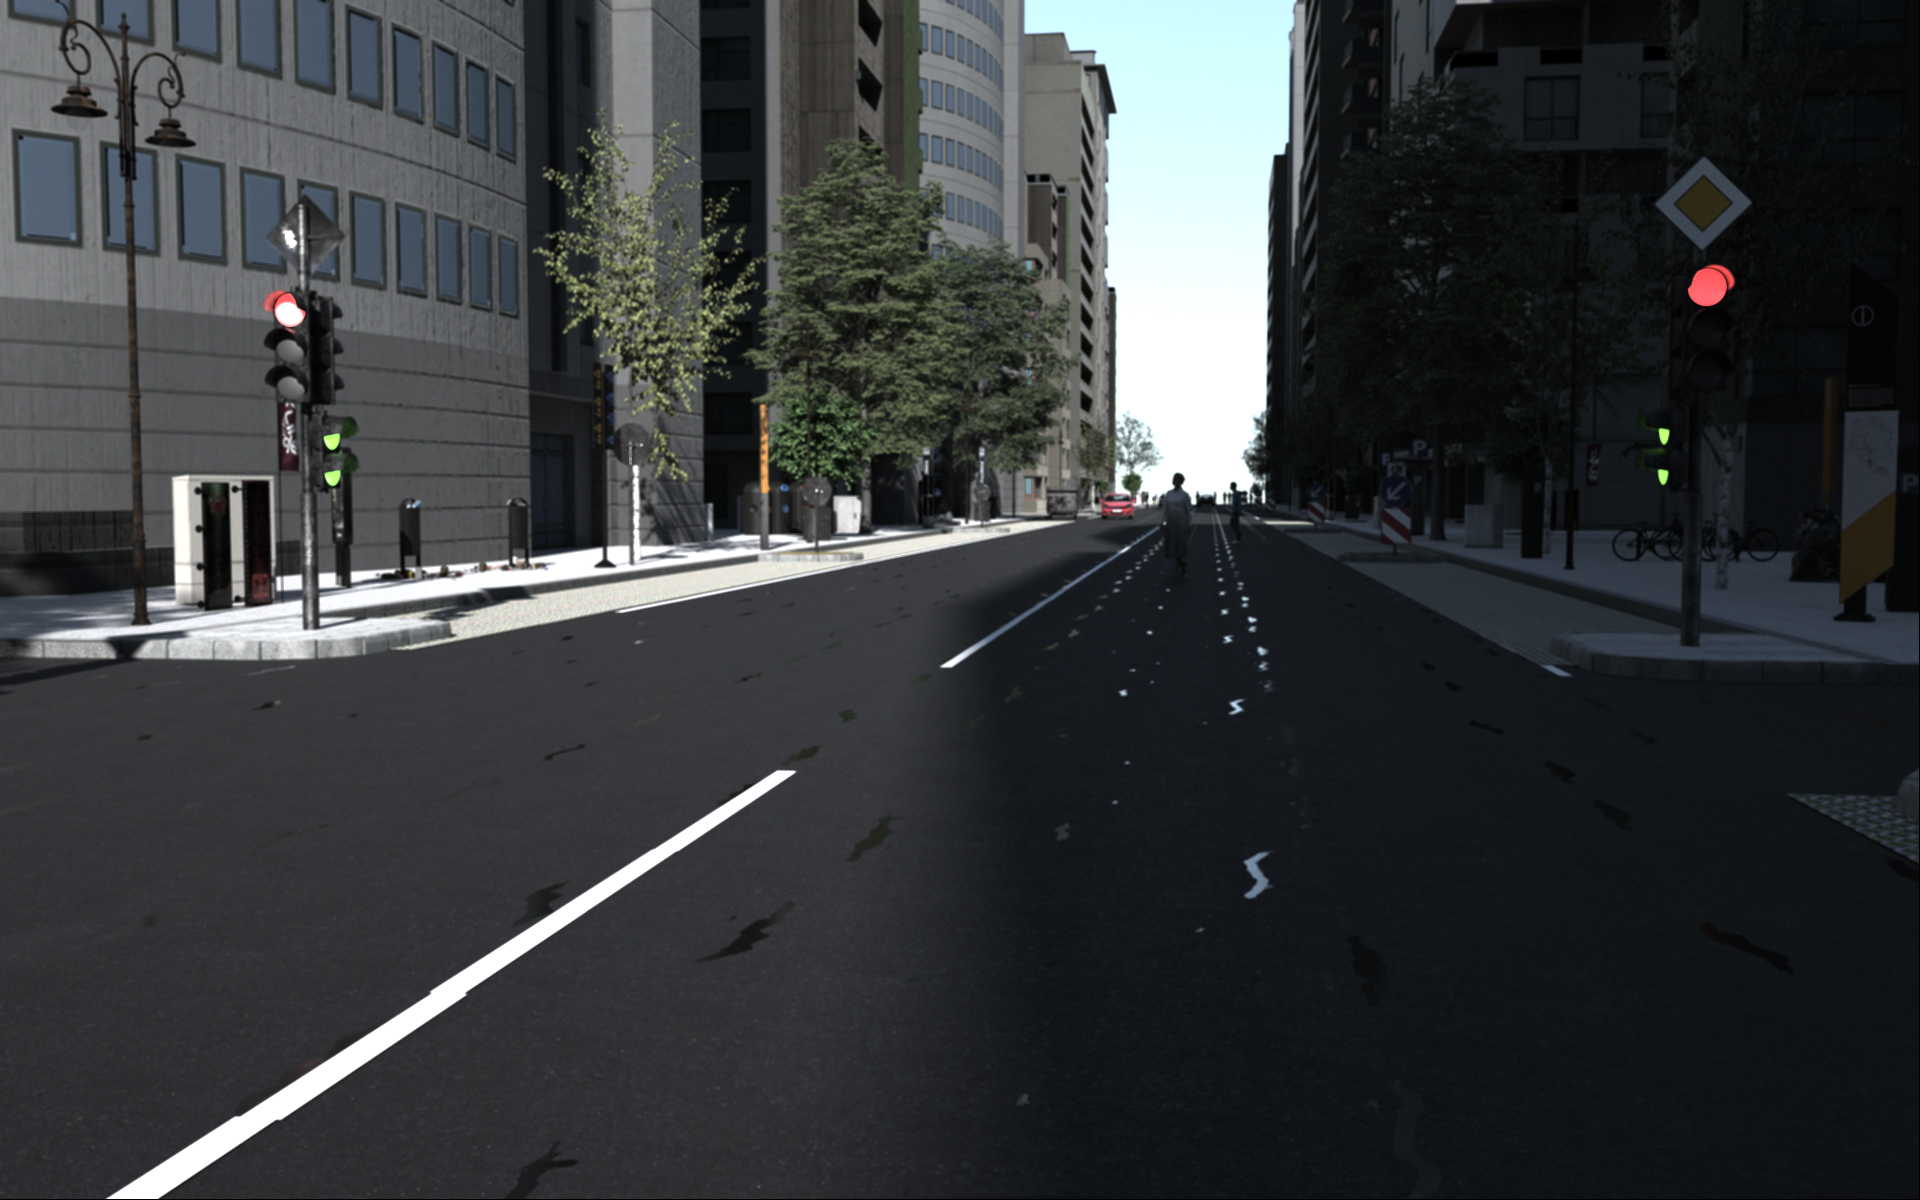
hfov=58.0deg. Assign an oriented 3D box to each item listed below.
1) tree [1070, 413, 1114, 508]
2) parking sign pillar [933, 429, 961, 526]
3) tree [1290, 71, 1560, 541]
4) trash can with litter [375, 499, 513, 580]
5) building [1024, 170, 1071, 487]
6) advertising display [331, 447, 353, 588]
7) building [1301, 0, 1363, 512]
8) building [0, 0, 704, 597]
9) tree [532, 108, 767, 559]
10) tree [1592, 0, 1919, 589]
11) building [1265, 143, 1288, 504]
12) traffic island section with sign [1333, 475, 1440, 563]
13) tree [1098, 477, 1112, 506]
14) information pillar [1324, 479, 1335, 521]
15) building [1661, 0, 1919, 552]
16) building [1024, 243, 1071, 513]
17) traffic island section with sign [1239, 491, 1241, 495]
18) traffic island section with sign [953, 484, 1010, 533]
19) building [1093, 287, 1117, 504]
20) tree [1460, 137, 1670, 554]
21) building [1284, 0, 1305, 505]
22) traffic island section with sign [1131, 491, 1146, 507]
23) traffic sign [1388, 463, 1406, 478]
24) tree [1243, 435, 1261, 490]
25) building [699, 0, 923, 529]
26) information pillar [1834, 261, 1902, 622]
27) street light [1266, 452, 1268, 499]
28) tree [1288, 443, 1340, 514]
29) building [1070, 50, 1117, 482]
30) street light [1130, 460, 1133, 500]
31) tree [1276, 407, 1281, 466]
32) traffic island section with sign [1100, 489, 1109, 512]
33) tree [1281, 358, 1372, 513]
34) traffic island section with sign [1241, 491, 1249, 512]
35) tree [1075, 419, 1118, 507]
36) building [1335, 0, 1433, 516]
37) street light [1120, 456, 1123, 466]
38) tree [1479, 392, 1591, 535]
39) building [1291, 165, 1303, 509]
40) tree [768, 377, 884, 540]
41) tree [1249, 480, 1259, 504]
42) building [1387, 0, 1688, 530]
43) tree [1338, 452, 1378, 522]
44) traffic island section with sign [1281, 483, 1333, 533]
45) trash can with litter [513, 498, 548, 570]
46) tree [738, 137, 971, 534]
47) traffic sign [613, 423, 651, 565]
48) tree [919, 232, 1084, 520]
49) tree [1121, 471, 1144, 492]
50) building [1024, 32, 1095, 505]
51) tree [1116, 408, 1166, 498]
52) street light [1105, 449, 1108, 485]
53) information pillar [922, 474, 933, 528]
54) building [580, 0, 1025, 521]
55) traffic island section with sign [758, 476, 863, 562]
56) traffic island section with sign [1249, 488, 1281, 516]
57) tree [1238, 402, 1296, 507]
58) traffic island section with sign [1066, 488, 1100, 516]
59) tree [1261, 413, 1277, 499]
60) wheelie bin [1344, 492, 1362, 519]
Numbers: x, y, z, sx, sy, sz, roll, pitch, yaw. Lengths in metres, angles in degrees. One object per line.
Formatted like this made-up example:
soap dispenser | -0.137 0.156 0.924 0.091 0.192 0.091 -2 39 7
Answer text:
tree | 12.031 -12.607 156.493 4.360 8.622 3.978 0 3 0
parking sign pillar | -0.693 -5.041 70.886 1.447 3.967 1.447 1 4 19
tree | 12.819 -7.911 47.466 7.486 12.596 7.792 0 3 0
trash can with litter | -8.226 -0.964 26.814 1.678 1.210 2.233 1 4 10
building | 2.383 -23.534 156.484 14.160 30.474 14.107 1 4 8
advertising display | -8.602 -1.155 24.105 0.123 1.923 0.974 -2 4 -29
building | 38.017 -31.247 134.593 21.300 48.544 21.600 1 4 8
building | -19.262 -29.998 32.463 21.231 58.520 28.212 1 4 8
tree | -6.162 -5.117 34.022 4.737 8.622 4.395 0 3 0
tree | 10.457 -4.464 23.351 4.360 8.622 3.978 0 3 0
building | 52.544 -37.303 233.599 21.300 48.544 21.600 1 4 8
traffic island section with sign | 9.079 -1.725 36.827 1.989 1.847 2.006 1 4 8
tree | 15.728 -12.011 190.988 1.663 3.219 1.824 0 3 0
information pillar | 17.937 -4.851 83.807 0.304 2.012 0.304 0 4 -1
building | 25.436 -16.629 43.590 14.160 30.474 14.107 1 4 8
building | -6.286 -17.788 135.880 27.650 21.520 28.899 1 4 8
traffic island section with sign | 31.841 -11.362 194.388 1.989 1.847 2.006 1 4 8
traffic island section with sign | 0.838 -3.446 64.969 1.989 1.847 2.006 1 4 8
building | 13.645 -28.216 233.033 14.160 30.474 14.107 1 4 8
tree | 12.757 -5.279 36.666 4.737 8.622 4.395 0 3 0
building | 49.876 -40.709 207.598 21.231 58.520 28.212 1 4 8
traffic island section with sign | 19.888 -11.512 196.847 1.989 1.847 2.006 1 4 8
traffic sign | 14.189 -3.316 56.349 0.606 2.300 0.079 1 4 9
tree | 35.321 -15.339 201.149 4.360 8.622 3.978 0 3 0
building | -9.530 -18.179 68.927 14.160 30.474 14.107 1 4 8
information pillar | 9.097 -1.589 17.331 0.504 3.616 0.183 3 5 43
street light | 33.043 -13.063 186.371 0.468 5.910 1.993 1 4 8
tree | 22.713 -7.790 111.074 4.285 4.588 4.351 0 3 0
building | 4.162 -38.135 212.741 28.713 52.752 27.495 1 4 8
street light | 23.100 -15.926 233.169 0.468 5.910 1.993 1 4 8
tree | 20.884 -9.238 101.408 4.360 8.622 3.978 0 3 0
traffic island section with sign | 11.972 -8.158 142.018 1.989 1.847 2.006 1 4 8
tree | 20.086 -8.730 93.097 4.360 8.622 3.978 0 3 0
traffic island section with sign | 23.957 -8.027 139.877 1.989 1.847 2.006 1 4 8
tree | 12.931 -13.277 167.436 4.737 8.622 4.395 0 3 0
building | 35.754 -27.813 109.359 22.147 44.769 28.867 1 4 8
street light | 18.960 -14.140 203.982 0.468 5.910 1.993 1 4 8
tree | 18.198 -4.361 55.008 4.285 4.588 4.351 0 3 0
building | 36.874 -23.340 153.314 14.160 30.474 14.107 1 4 8
tree | -3.850 -3.977 48.736 4.285 4.588 4.351 0 3 0
tree | 40.020 -14.742 235.633 1.663 3.219 1.824 0 3 0
building | 33.035 -29.524 71.953 28.713 52.752 27.495 1 4 8
tree | 18.230 -5.234 80.173 1.663 3.219 1.824 0 3 0
traffic island section with sign | 13.008 -3.389 64.038 1.989 1.847 2.006 1 4 8
trash can with litter | -7.809 -1.124 29.434 1.678 1.210 2.233 1 4 18
tree | -3.295 -8.442 56.154 7.486 12.596 7.792 0 3 0
traffic sign | -5.915 -1.898 31.142 0.768 2.556 0.104 1 4 17
tree | 0.859 -10.902 84.903 9.857 13.997 8.962 0 3 0
tree | 23.700 -15.547 237.912 4.285 4.588 4.351 0 3 0
building | 3.202 -34.507 187.890 21.300 48.544 21.600 1 4 8
tree | 24.493 -20.692 248.689 12.009 13.543 11.850 0 3 0
street light | 14.758 -12.371 175.059 0.468 5.910 1.993 1 4 8
information pillar | -1.208 -3.702 65.022 0.304 2.012 0.304 3 5 39
building | -7.957 -34.507 106.194 21.231 58.520 28.212 1 4 8
traffic island section with sign | -3.150 -1.755 37.322 1.989 1.847 2.006 1 4 8
traffic island section with sign | 19.989 -6.349 112.428 1.989 1.847 2.006 1 4 8
tree | 31.865 -14.668 174.241 8.767 10.594 7.601 3 4 39
traffic island section with sign | 8.082 -6.508 115.029 1.989 1.847 2.006 1 4 8
tree | 23.228 -10.342 119.459 4.360 8.622 3.978 0 3 0
wheelie bin | 20.105 -4.931 88.526 0.693 1.594 0.980 3 5 40
